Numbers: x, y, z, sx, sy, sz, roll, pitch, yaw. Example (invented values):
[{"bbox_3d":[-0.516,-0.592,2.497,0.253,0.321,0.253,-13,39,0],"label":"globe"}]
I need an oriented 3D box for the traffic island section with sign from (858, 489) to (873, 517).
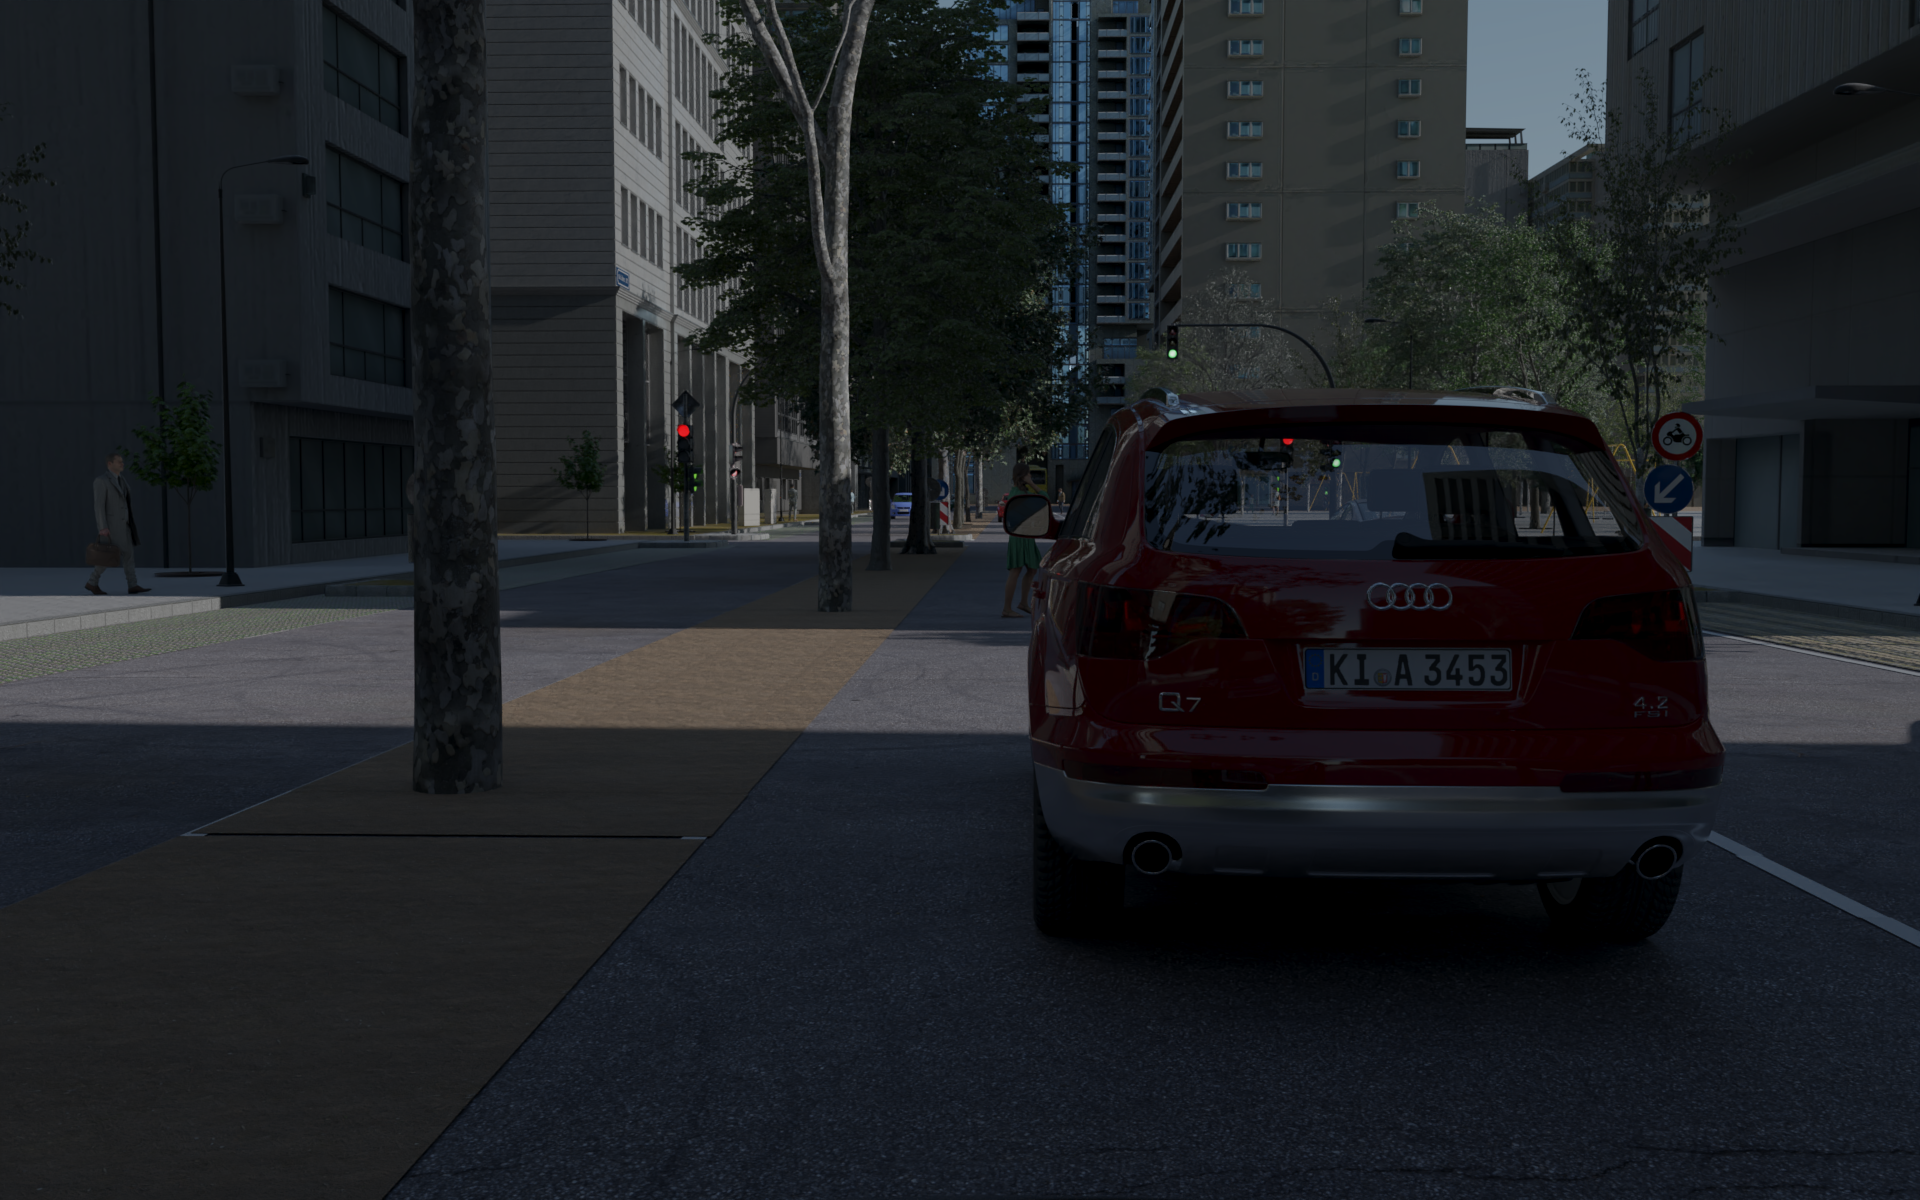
[{"bbox_3d":[-5.205,-5.986,106.495,1.989,1.847,2.006,0,4,2],"label":"traffic island section with sign"}]

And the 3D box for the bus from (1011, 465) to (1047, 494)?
[{"bbox_3d":[5.870,-9.442,145.928,2.896,3.916,12.252,0,4,1],"label":"bus"}]

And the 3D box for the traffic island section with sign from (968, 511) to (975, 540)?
[{"bbox_3d":[-0.634,-2.831,54.419,2.006,1.907,1.989,0,4,2],"label":"traffic island section with sign"}]

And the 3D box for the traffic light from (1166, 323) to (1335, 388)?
[{"bbox_3d":[7.863,-4.378,46.243,4.771,5.953,1.251,0,4,2],"label":"traffic light"}]

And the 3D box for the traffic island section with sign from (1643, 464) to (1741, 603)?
[{"bbox_3d":[9.277,-0.920,23.666,1.989,1.847,2.006,0,4,2],"label":"traffic island section with sign"}]

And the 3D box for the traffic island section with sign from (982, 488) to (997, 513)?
[{"bbox_3d":[1.767,-7.424,129.520,2.006,1.907,1.989,0,4,2],"label":"traffic island section with sign"}]

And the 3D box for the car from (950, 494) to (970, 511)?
[{"bbox_3d":[-0.126,-8.585,152.156,2.131,1.459,4.920,0,4,3],"label":"car"}]

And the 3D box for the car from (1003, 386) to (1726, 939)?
[{"bbox_3d":[1.304,0.093,7.152,2.281,1.827,5.304,0,4,2],"label":"car"}]

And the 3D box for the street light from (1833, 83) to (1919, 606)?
[{"bbox_3d":[10.587,-2.887,19.749,1.470,5.913,1.316,0,4,2],"label":"street light"}]

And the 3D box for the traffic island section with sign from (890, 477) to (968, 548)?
[{"bbox_3d":[-0.881,-2.378,47.016,2.006,1.907,1.989,0,4,2],"label":"traffic island section with sign"}]

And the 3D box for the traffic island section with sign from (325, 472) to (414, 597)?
[{"bbox_3d":[-7.814,-0.999,24.969,1.989,1.847,2.006,0,4,2],"label":"traffic island section with sign"}]

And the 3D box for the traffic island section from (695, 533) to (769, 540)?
[{"bbox_3d":[-7.180,-2.000,54.973,2.009,0.180,2.903,0,4,2],"label":"traffic island section"}]

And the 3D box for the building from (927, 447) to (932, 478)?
[{"bbox_3d":[-15.305,-32.941,230.473,23.993,40.220,32.217,0,4,2],"label":"building"}]

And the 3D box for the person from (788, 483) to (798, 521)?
[{"bbox_3d":[-8.074,-4.744,83.788,0.511,1.800,0.466,0,4,-2],"label":"person"}]

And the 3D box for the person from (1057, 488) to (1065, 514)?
[{"bbox_3d":[7.208,-7.051,123.691,0.656,1.842,0.836,1,4,18],"label":"person"}]

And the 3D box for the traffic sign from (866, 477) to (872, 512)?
[{"bbox_3d":[-6.539,-7.760,126.975,0.768,2.556,0.104,0,4,3],"label":"traffic sign"}]

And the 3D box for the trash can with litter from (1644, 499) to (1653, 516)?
[{"bbox_3d":[20.763,-2.563,53.289,1.055,1.170,0.624,0,4,-1],"label":"trash can with litter"}]

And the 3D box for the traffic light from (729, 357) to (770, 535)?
[{"bbox_3d":[-5.046,-4.901,54.805,4.771,5.953,1.251,0,4,2],"label":"traffic light"}]

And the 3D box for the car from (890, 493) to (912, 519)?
[{"bbox_3d":[-3.178,-5.522,99.872,1.945,1.707,3.694,0,4,1],"label":"car"}]

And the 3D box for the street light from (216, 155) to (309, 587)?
[{"bbox_3d":[-9.621,-3.143,23.923,1.470,5.913,1.316,0,4,2],"label":"street light"}]

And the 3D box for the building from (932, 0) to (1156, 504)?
[{"bbox_3d":[12.340,-55.708,223.493,31.000,86.520,22.319,0,4,2],"label":"building"}]

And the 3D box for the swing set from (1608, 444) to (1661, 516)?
[{"bbox_3d":[20.541,-3.545,55.581,2.862,2.851,3.119,0,4,-2],"label":"swing set"}]

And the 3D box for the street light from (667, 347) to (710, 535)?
[{"bbox_3d":[-8.580,-5.030,54.774,1.470,5.913,1.316,0,4,2],"label":"street light"}]

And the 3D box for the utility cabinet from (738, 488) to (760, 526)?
[{"bbox_3d":[-8.432,-3.694,69.068,0.318,1.500,1.173,2,4,24],"label":"utility cabinet"}]

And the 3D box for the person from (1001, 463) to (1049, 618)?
[{"bbox_3d":[0.697,-0.700,20.199,0.529,1.795,0.600,-2,4,-28],"label":"person"}]

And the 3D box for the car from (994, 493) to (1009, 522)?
[{"bbox_3d":[2.829,-4.887,88.948,2.155,1.783,4.494,0,4,1],"label":"car"}]

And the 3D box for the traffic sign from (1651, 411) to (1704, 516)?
[{"bbox_3d":[11.060,-1.631,26.781,0.768,2.556,0.104,1,4,10],"label":"traffic sign"}]

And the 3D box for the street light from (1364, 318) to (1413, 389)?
[{"bbox_3d":[11.371,-4.485,45.876,1.470,5.913,1.316,0,4,2],"label":"street light"}]

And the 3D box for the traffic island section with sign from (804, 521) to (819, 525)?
[{"bbox_3d":[-6.062,-4.338,79.553,1.989,1.847,2.006,0,4,2],"label":"traffic island section with sign"}]

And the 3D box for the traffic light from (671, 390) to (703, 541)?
[{"bbox_3d":[-7.396,-3.543,46.856,0.839,4.253,0.868,0,4,2],"label":"traffic light"}]

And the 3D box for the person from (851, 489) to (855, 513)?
[{"bbox_3d":[-7.203,-6.541,114.802,0.330,1.601,0.589,3,5,42],"label":"person"}]

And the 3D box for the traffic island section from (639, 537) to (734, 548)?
[{"bbox_3d":[-7.436,-1.511,46.992,2.009,0.180,2.903,0,4,2],"label":"traffic island section"}]

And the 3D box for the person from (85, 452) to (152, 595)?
[{"bbox_3d":[-10.768,-0.977,22.111,0.767,1.812,0.694,0,4,6],"label":"person"}]

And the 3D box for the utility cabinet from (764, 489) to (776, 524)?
[{"bbox_3d":[-8.104,-3.991,73.927,0.318,1.500,1.173,0,4,5],"label":"utility cabinet"}]

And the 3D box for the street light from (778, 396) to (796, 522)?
[{"bbox_3d":[-7.829,-6.628,80.901,1.470,5.913,1.316,0,4,2],"label":"street light"}]
